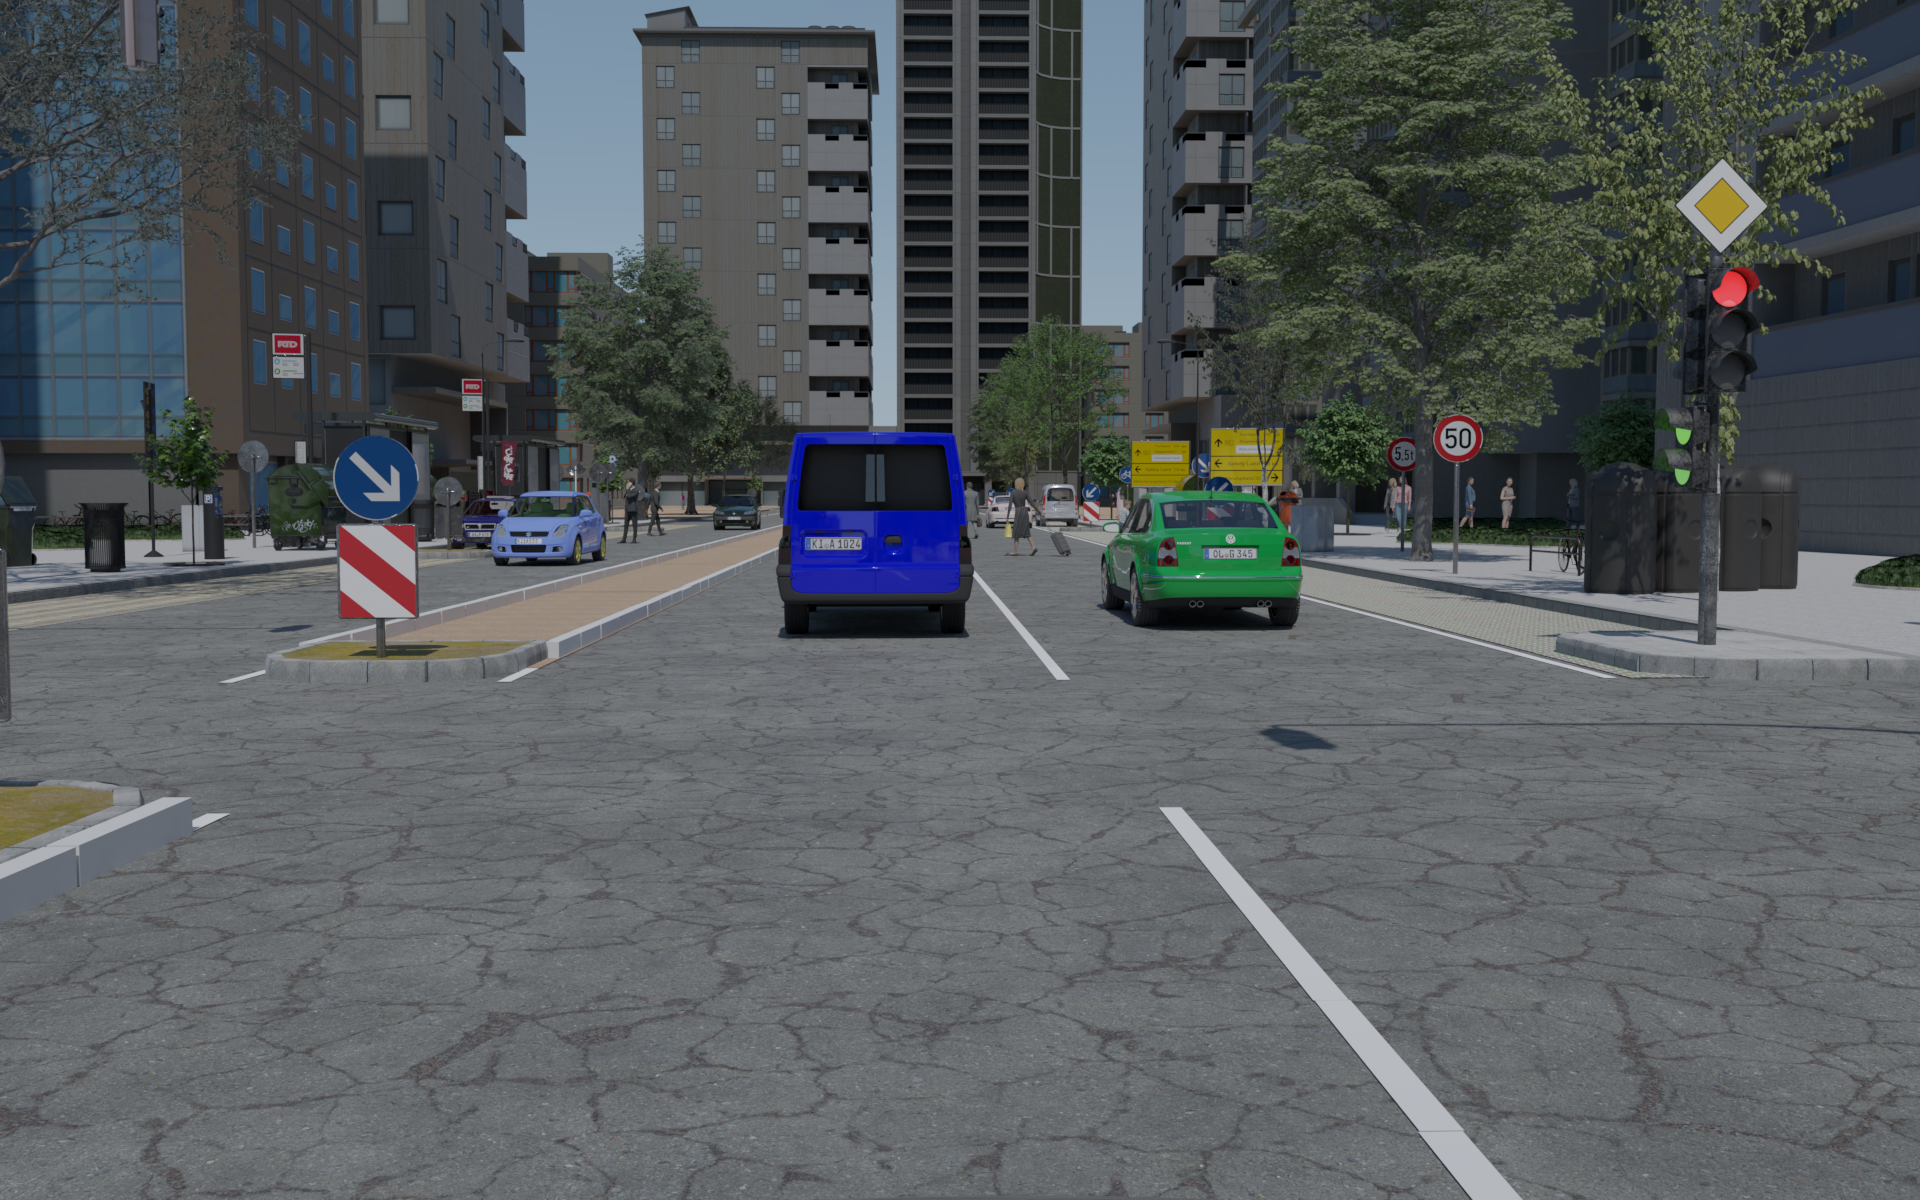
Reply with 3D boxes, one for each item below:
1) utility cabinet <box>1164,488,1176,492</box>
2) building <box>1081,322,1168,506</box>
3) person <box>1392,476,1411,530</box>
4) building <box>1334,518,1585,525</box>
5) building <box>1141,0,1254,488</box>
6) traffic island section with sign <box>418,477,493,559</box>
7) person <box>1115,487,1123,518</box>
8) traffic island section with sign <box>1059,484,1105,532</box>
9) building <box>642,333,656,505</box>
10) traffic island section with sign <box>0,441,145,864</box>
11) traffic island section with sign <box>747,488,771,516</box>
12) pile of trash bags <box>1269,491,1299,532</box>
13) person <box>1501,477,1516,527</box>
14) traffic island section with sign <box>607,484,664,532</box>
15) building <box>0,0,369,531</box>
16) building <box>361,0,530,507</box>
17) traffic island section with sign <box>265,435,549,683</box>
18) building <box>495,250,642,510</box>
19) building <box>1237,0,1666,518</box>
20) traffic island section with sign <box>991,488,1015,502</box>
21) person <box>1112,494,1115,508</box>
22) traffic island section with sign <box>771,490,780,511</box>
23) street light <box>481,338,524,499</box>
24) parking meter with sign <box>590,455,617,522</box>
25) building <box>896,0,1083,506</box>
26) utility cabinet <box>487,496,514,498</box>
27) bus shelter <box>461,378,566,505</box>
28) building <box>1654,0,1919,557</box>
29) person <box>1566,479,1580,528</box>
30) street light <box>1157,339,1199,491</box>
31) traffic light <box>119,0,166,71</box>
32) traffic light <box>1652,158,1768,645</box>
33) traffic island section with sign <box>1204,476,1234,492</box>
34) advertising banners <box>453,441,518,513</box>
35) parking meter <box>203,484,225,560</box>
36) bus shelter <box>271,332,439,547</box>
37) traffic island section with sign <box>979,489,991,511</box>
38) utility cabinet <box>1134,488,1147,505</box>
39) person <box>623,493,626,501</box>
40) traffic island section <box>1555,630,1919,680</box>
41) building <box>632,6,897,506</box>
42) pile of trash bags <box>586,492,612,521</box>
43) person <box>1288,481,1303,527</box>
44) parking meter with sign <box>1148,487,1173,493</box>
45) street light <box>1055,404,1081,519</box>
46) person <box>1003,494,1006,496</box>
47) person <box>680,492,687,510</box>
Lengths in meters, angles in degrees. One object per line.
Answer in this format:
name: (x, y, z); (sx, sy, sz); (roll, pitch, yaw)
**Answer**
utility cabinet: (7.391, -3.198, 60.972); (0.318, 1.500, 1.173); (1, 4, 13)
building: (28.195, -21.705, 199.912); (28.899, 21.520, 27.650); (0, 4, -2)
person: (13.095, -2.771, 51.363); (0.555, 1.821, 0.388); (1, 4, 18)
building: (32.077, -23.630, 78.228); (32.217, 40.220, 23.993); (0, 4, -2)
building: (29.998, -33.762, 141.242); (28.713, 52.752, 27.495); (0, 4, -2)
traffic island section with sign: (-11.566, -1.848, 38.848); (1.989, 1.847, 2.006); (0, 4, -2)
person: (8.744, -5.333, 93.914); (0.551, 1.740, 0.621); (-1, 4, -23)
traffic island section with sign: (4.836, -3.527, 66.300); (1.989, 1.847, 2.006); (0, 4, -2)
building: (-49.488, -21.517, 196.841); (28.899, 21.520, 27.650); (0, 4, -2)
traffic island section with sign: (-4.332, 0.088, 6.697); (2.006, 1.907, 1.989); (0, 4, -2)
traffic island section with sign: (-13.901, -6.565, 115.969); (1.989, 1.847, 2.006); (0, 4, -2)
pile of trash bags: (8.314, -2.317, 47.628); (1.912, 1.369, 3.447); (-1, 4, -20)
person: (16.455, -2.790, 51.998); (0.599, 1.781, 0.374); (-3, 4, -36)
traffic island section with sign: (-12.399, -3.532, 66.382); (1.989, 1.847, 2.006); (0, 4, -2)
building: (-31.955, -25.420, 65.729); (14.600, 45.320, 14.200); (0, 4, -2)
building: (-41.448, -31.368, 102.101); (28.713, 52.752, 27.495); (0, 4, -2)
traffic island section with sign: (-4.546, -0.365, 14.101); (2.006, 1.907, 1.989); (0, 4, -2)
building: (-42.596, -18.017, 139.612); (28.899, 21.520, 27.650); (0, 4, -2)
building: (32.797, -25.907, 115.458); (32.217, 40.220, 23.993); (0, 4, -2)
traffic island section with sign: (3.316, -6.596, 116.478); (1.989, 1.847, 2.006); (0, 4, -2)
person: (14.214, -9.317, 161.609); (0.421, 1.427, 0.697); (-1, 4, -23)
traffic island section with sign: (-14.723, -8.248, 143.481); (1.989, 1.847, 2.006); (0, 4, -2)
street light: (-13.700, -4.848, 51.799); (1.470, 5.913, 1.316); (0, 4, -2)
parking meter with sign: (-16.129, -4.961, 77.372); (1.738, 3.016, 0.543); (2, 4, 35)
building: (3.255, -46.167, 193.075); (20.611, 71.187, 20.563); (0, 4, -2)
utility cabinet: (-14.744, -2.719, 55.610); (1.020, 1.237, 0.306); (3, 4, 38)
bus shelter: (-16.272, -5.214, 62.879); (2.179, 5.291, 8.768); (0, 4, -2)
building: (32.970, -30.258, 36.719); (28.212, 58.520, 21.231); (0, 4, -2)
person: (20.505, -3.169, 58.033); (0.526, 1.800, 0.537); (0, 4, -6)
street light: (6.605, -4.868, 52.139); (1.470, 5.913, 1.316); (0, 4, -2)
traffic light: (-9.015, -2.419, 14.211); (4.771, 5.953, 1.251); (0, 4, -2)
traffic light: (6.349, -1.574, 14.654); (0.839, 4.253, 0.868); (0, 4, -2)
traffic island section with sign: (5.647, -1.879, 39.357); (1.989, 1.847, 2.006); (0, 4, -2)
advertising banners: (-15.467, -3.687, 56.463); (2.074, 3.025, 0.090); (-1, 4, -15)
parking meter: (-14.672, -1.568, 34.046); (0.372, 1.533, 0.369); (0, 3, 0)
bus shelter: (-16.073, -4.171, 45.833); (2.179, 5.291, 8.768); (0, 4, -2)
traffic island section with sign: (2.478, -8.283, 144.062); (1.989, 1.847, 2.006); (0, 4, -2)
utility cabinet: (6.707, -3.408, 64.401); (0.318, 1.500, 1.173); (0, 4, -3)
person: (-18.587, -5.650, 98.043); (0.705, 1.869, 1.348); (3, 4, 38)
traffic island section: (6.390, 0.459, 14.770); (2.009, 0.180, 2.903); (0, 4, -2)
building: (-20.911, -37.175, 197.051); (27.495, 52.752, 28.713); (0, 4, -2)
pile of trash bags: (-17.294, -4.364, 81.102); (1.912, 1.369, 3.447); (-1, 4, -11)
person: (13.020, -3.730, 67.205); (0.537, 1.800, 0.526); (2, 4, 30)
parking meter with sign: (9.274, -5.234, 81.834); (1.738, 3.016, 0.543); (2, 4, 27)
street light: (5.588, -7.173, 89.812); (1.470, 5.913, 1.316); (0, 4, -2)
person: (2.491, -5.237, 97.387); (1.065, 1.426, 0.557); (2, 4, 34)
person: (-22.763, -8.165, 142.762); (0.599, 1.433, 0.991); (2, 4, 30)
